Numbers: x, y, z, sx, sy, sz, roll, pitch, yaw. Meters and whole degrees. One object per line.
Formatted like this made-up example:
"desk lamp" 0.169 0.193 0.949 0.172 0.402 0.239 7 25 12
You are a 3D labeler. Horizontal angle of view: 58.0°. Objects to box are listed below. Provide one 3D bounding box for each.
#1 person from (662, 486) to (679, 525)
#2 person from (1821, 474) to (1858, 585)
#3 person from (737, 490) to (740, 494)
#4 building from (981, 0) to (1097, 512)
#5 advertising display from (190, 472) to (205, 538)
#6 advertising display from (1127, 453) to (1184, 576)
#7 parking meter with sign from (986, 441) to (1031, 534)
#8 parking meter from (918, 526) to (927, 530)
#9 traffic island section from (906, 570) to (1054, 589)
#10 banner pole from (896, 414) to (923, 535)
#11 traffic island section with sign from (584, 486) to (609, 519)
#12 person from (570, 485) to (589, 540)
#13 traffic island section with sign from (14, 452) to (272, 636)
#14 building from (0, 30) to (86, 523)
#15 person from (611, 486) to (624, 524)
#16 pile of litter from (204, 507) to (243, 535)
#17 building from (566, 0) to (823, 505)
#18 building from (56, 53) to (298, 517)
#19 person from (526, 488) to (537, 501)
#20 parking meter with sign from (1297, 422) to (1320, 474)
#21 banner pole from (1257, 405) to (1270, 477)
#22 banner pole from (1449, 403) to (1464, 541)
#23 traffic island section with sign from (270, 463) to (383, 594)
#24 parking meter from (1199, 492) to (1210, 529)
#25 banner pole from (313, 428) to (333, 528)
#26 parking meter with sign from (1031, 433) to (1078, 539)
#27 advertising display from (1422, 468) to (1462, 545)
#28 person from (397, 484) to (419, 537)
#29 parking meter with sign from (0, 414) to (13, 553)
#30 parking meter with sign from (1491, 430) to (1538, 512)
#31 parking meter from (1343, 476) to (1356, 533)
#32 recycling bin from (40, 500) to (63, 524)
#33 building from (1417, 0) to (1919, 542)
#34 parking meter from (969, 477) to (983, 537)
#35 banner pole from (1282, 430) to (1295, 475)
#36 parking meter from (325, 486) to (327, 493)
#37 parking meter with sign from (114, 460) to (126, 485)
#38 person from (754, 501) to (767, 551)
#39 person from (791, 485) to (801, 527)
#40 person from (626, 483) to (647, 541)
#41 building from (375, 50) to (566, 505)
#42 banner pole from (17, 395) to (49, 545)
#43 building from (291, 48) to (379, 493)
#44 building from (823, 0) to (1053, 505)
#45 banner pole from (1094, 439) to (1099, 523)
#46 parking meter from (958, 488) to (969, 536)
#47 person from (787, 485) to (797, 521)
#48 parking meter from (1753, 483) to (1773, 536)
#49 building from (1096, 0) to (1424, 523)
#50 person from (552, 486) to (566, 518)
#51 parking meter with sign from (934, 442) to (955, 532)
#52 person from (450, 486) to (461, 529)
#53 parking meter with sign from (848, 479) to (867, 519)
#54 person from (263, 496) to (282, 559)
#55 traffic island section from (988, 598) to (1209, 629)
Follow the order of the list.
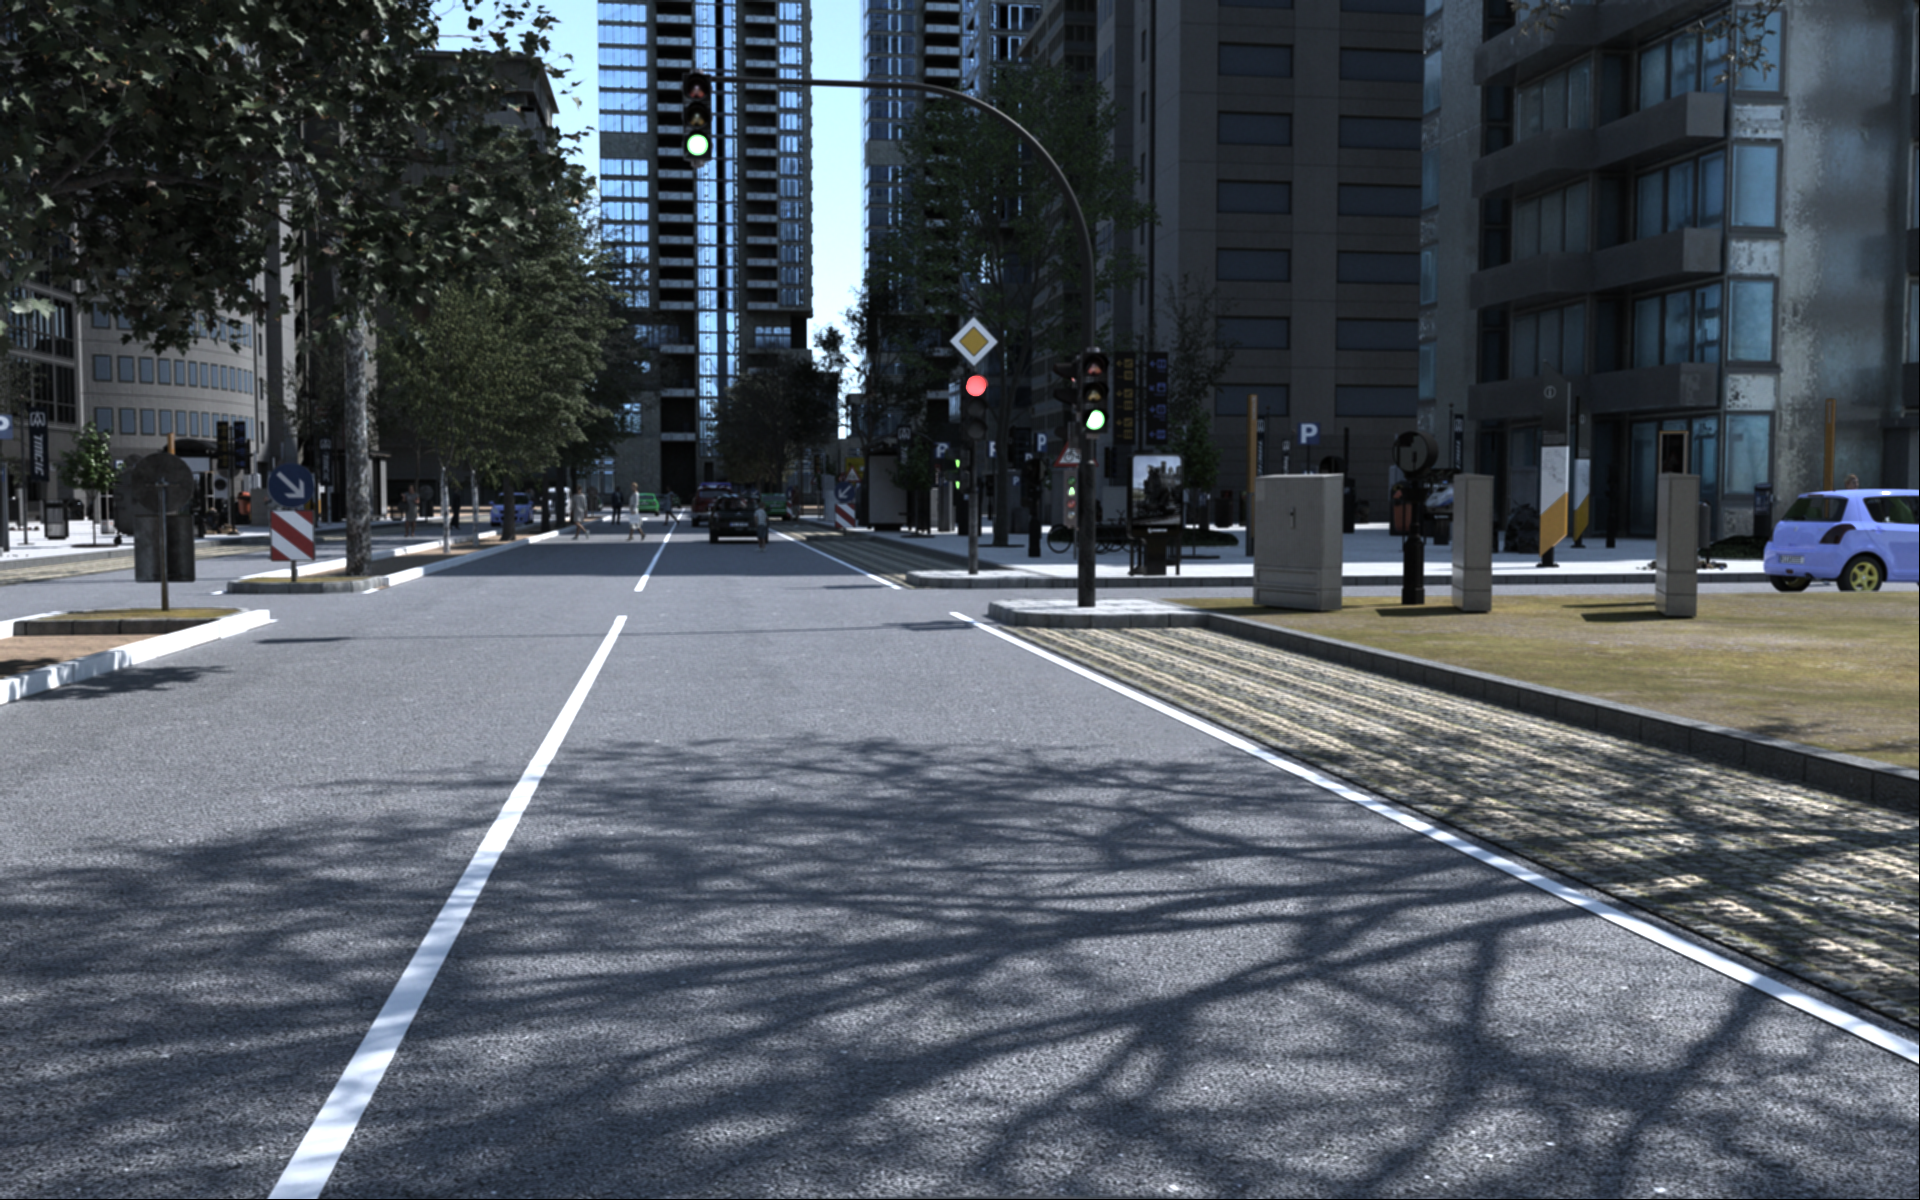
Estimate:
"person" -13.335 -4.345 79.631 0.778 1.811 0.616 -1 4 -20
"person" 13.896 -1.113 27.365 0.598 1.740 0.731 2 4 23
"person" -21.931 -10.008 172.231 0.705 1.812 1.348 3 5 42
"building" 18.375 -26.511 125.328 32.217 40.220 23.993 -1 4 -9
"advertising display" -22.354 -2.786 50.760 0.123 1.923 0.974 -3 5 -41
"advertising display" 3.067 -1.346 27.221 0.974 1.923 0.123 -2 4 -26
"parking meter with sign" 1.601 -3.662 56.136 0.543 3.016 1.738 -3 4 -37
"parking meter" -1.341 -3.389 61.116 0.255 1.863 0.399 -2 4 -33
"traffic island section" 0.234 -0.328 27.648 2.009 0.180 2.903 -1 4 -9
"banner pole" -1.596 -3.952 54.631 0.863 3.779 0.401 1 4 9
"traffic island section with sign" -21.272 -5.620 100.022 2.006 1.907 1.989 -1 4 -9
"person" -11.920 -2.761 54.385 0.760 1.731 0.466 2 4 26
"traffic island section with sign" -8.664 -0.630 18.441 2.006 1.907 1.989 -1 4 -9
"building" -46.424 -16.840 68.841 14.314 27.812 24.014 -1 4 -9
"person" -16.255 -4.486 82.025 0.721 1.800 0.419 -2 4 -35
"pile of litter" -23.674 -2.534 55.395 1.176 0.858 1.719 2 4 33
"building" -30.878 -54.680 206.684 31.000 86.520 22.319 -1 4 -9
"building" -56.088 -34.629 108.191 21.231 58.520 28.212 -1 4 -9
"person" -30.017 -6.856 120.584 0.705 1.826 1.348 2 4 33
"parking meter with sign" 8.696 -2.856 42.952 0.543 3.016 1.738 1 4 15
"banner pole" 8.509 -3.585 48.627 0.401 3.779 0.863 3 5 42
"banner pole" 13.620 -3.526 47.667 0.863 3.779 0.401 -3 5 -42
"traffic island section with sign" -9.786 -1.078 25.763 2.006 1.907 1.989 -1 4 -9
"parking meter" 8.699 -3.259 61.701 0.372 1.533 0.369 0 3 0
"banner pole" -24.159 -4.621 65.574 0.863 3.779 0.401 -1 4 -11
"parking meter with sign" 2.957 -3.220 48.914 1.738 3.016 0.543 3 4 37
"advertising display" 12.116 -2.344 43.544 0.974 1.923 0.123 3 4 36
"person" -18.452 -3.000 57.910 0.716 1.782 0.532 -1 4 -12
"parking meter with sign" -21.474 -2.590 38.600 0.543 3.016 1.738 -2 4 -34
"parking meter with sign" 15.358 -3.113 47.151 1.738 3.016 0.543 1 4 17
"parking meter" 12.739 -3.123 56.770 0.399 1.863 0.255 2 4 35
"recycling bin" -39.046 -3.785 74.434 0.722 1.027 0.722 -3 5 -44
"building" 31.113 -26.653 55.381 30.456 49.044 23.786 -1 4 -9
"parking meter" 0.486 -2.853 52.363 0.399 1.863 0.255 0 4 4
"banner pole" 12.887 -4.765 67.929 0.401 3.779 0.863 -2 4 -30
"parking meter" -32.264 -5.067 88.558 0.399 1.863 0.255 -1 4 -21
"parking meter with sign" -42.455 -5.623 88.202 0.543 3.016 1.738 -3 5 -44
"person" -5.000 -1.848 43.395 0.332 1.250 0.352 0 4 7
"person" -7.058 -4.037 74.485 0.573 1.828 0.580 -3 5 -41
"person" -9.933 -2.705 53.076 0.624 1.780 0.694 -1 4 -8
"building" -60.274 -37.750 206.444 27.495 52.752 28.713 -1 4 -9
"banner pole" -23.453 -3.290 43.816 0.863 3.779 0.401 0 4 -3
"building" -62.124 -31.927 145.705 21.600 48.544 21.300 -1 4 -9
"building" -0.169 -54.940 210.942 31.000 86.520 22.319 -1 4 -9
"banner pole" 5.806 -5.321 77.015 0.863 3.779 0.401 -1 4 -21
"parking meter" 0.118 -2.764 53.605 0.372 1.533 0.369 0 3 0
"person" -7.857 -4.492 81.722 0.659 1.850 0.755 -3 4 -37
"parking meter" 18.232 -1.891 39.332 0.372 1.533 0.369 0 3 0
"building" 17.907 -33.584 91.091 21.231 58.520 28.212 -1 4 -9
"person" -18.358 -4.318 79.206 0.635 1.810 0.391 -3 4 -38
"parking meter with sign" -0.480 -3.841 59.059 0.543 3.016 1.738 0 4 8
"person" -20.535 -3.759 70.383 0.534 1.772 0.576 -2 4 -27
"parking meter with sign" -5.004 -5.617 88.100 0.543 3.016 1.738 2 4 34
"person" -15.105 -1.800 38.103 0.511 1.800 0.466 3 5 41
"traffic island section" 1.453 0.154 19.756 2.009 0.180 2.903 -1 4 -9
